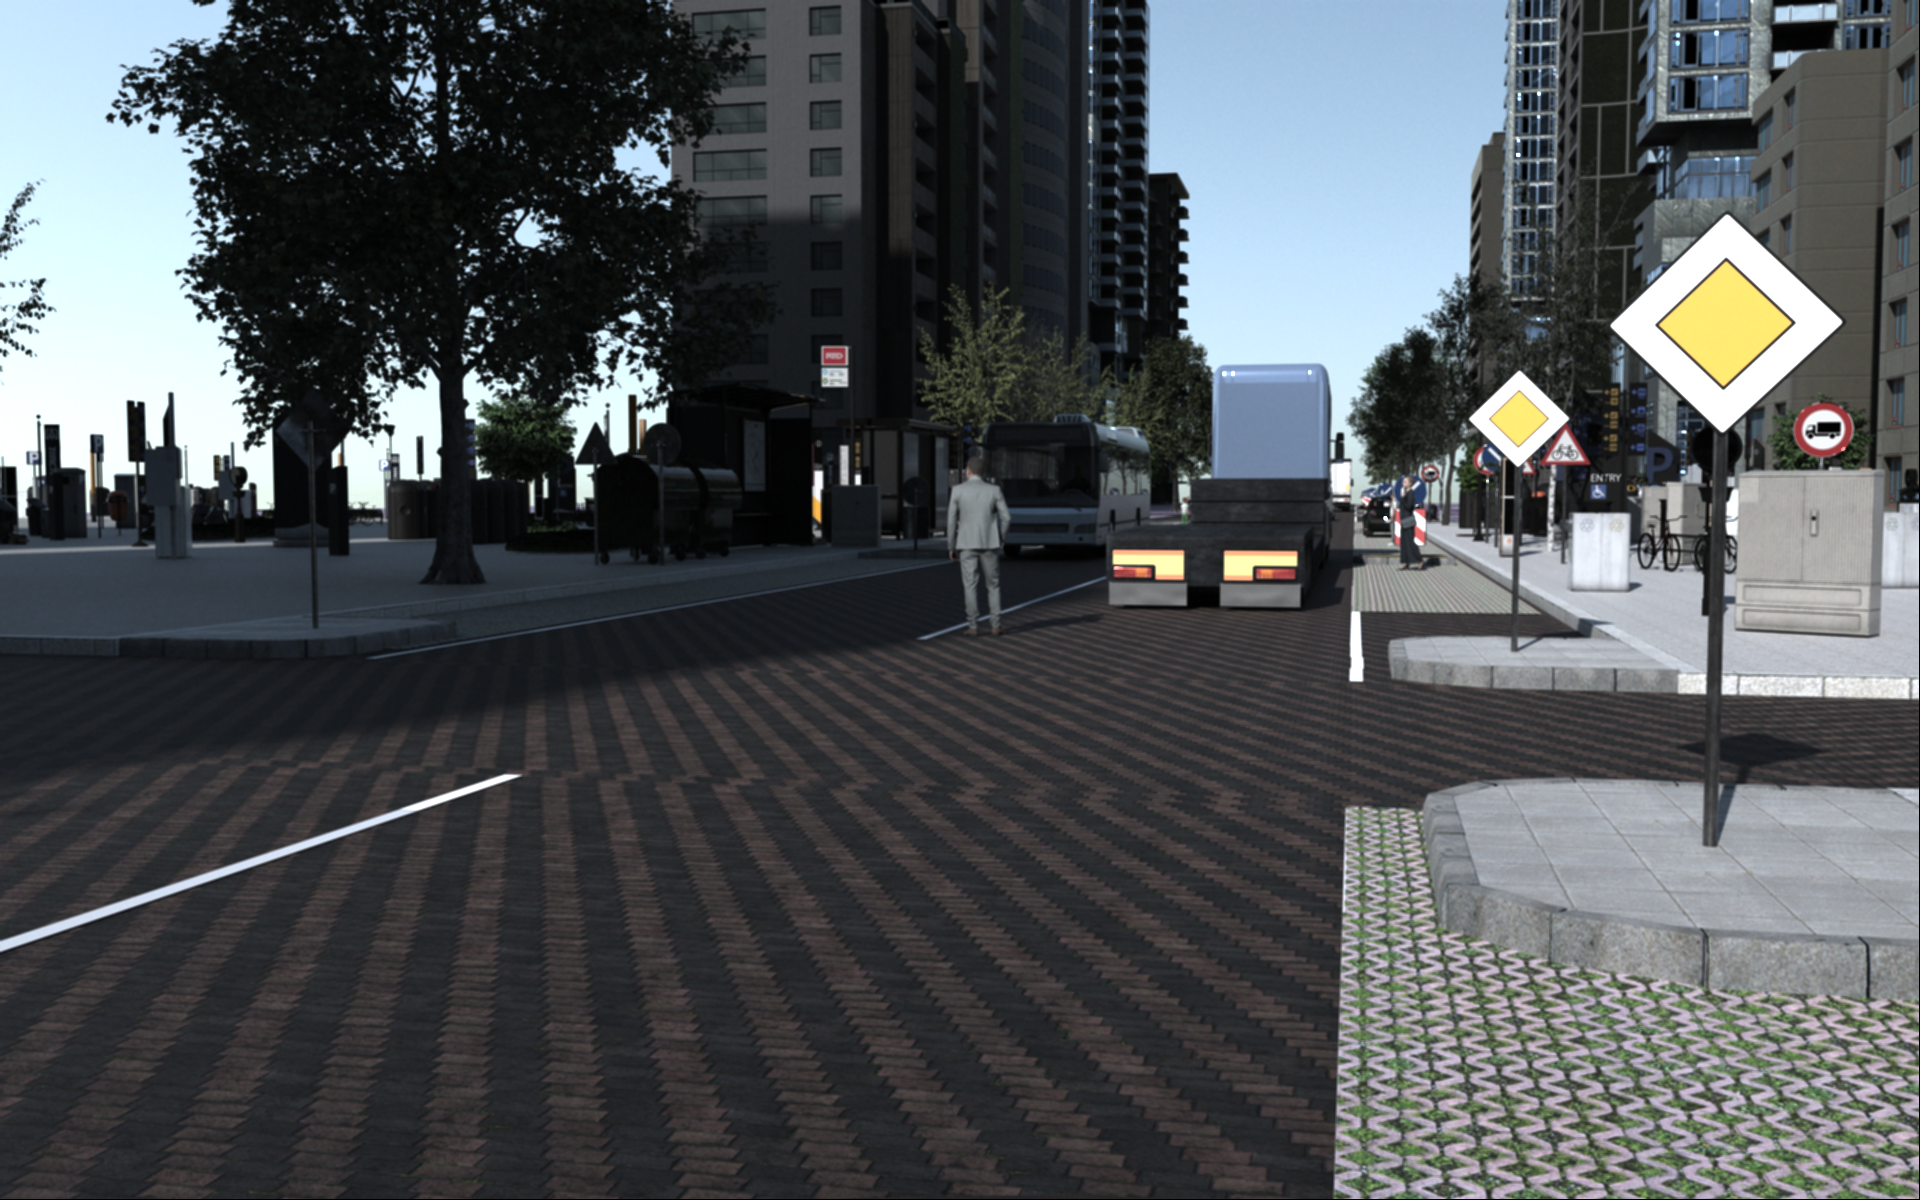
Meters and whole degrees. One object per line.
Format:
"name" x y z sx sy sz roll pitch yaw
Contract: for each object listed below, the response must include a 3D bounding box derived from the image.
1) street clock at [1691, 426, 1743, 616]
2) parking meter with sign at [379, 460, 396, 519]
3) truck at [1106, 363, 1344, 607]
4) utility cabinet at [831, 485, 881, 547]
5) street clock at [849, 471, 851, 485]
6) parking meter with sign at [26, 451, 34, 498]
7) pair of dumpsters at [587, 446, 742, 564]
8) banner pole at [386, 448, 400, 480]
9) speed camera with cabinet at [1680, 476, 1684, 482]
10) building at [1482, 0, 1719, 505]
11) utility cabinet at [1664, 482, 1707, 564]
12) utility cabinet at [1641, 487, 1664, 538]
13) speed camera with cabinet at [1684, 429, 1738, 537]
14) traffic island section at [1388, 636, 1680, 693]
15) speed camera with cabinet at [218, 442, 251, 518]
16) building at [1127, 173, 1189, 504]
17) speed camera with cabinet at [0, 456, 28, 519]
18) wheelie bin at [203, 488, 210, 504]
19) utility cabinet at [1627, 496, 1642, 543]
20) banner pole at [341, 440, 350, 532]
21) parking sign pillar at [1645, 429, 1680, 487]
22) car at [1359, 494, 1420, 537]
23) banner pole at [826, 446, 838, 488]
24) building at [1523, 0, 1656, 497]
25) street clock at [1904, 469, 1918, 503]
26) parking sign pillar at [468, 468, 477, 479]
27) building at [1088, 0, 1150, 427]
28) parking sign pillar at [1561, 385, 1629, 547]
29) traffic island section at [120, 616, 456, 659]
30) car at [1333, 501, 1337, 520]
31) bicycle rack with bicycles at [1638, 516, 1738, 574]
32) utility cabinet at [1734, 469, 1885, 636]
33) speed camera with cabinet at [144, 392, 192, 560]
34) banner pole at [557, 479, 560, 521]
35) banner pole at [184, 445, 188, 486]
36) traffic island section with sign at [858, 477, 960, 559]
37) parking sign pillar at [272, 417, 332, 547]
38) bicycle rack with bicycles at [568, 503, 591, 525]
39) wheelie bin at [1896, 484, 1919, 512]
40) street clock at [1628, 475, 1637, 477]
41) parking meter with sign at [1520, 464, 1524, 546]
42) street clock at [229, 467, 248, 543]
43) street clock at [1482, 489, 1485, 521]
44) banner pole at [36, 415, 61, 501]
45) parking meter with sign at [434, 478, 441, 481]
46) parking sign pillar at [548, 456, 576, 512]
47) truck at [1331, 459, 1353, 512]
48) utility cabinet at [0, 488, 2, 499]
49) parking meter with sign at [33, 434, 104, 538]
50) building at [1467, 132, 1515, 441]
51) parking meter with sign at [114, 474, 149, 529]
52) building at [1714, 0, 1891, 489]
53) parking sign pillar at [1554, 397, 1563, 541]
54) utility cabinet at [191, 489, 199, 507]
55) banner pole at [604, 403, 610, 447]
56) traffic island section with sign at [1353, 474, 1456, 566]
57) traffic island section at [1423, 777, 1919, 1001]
"street clock" 7.944 -0.835 18.222 0.471 2.002 0.358 2 4 31
"parking meter with sign" -29.238 -5.693 89.349 0.543 3.016 1.738 1 4 10
"truck" 5.107 -2.478 30.278 2.967 4.110 18.799 1 4 13
"utility cabinet" -2.502 -2.021 41.729 1.173 1.500 0.318 1 4 15
"street clock" -3.487 -3.037 54.221 0.358 2.002 0.471 -1 4 -9
"parking meter with sign" -37.178 -4.505 69.915 0.543 3.016 1.738 -3 4 -38
"pair of dumpsters" -5.677 -1.901 33.577 1.574 2.255 4.437 1 4 13
"banner pole" -31.090 -6.414 94.893 0.863 3.779 0.401 0 4 -3
"speed camera with cabinet" 29.483 -4.565 68.969 0.660 3.252 2.038 -2 4 -25
"building" 71.789 -54.248 199.621 22.319 86.520 31.000 1 4 13
"utility cabinet" 13.241 -1.399 31.551 0.318 1.500 1.173 3 5 42
"utility cabinet" 20.474 -2.552 50.397 1.173 1.500 0.318 0 4 5
"speed camera with cabinet" 23.238 -3.567 52.651 2.038 3.252 0.660 2 4 32
"traffic island section" 4.535 0.500 14.111 2.009 0.180 2.903 1 4 13
"speed camera with cabinet" -27.881 -4.417 66.551 0.660 3.252 2.038 0 4 -5
"building" 18.839 -35.342 232.459 22.147 44.769 28.867 1 4 13
"speed camera with cabinet" -49.117 -5.874 90.381 2.038 3.252 0.660 0 4 -5
"wheelie bin" -42.552 -5.494 97.738 0.693 1.594 0.980 1 4 12
"utility cabinet" 17.440 -2.116 45.766 1.020 1.237 0.306 1 4 12
"banner pole" -21.024 -4.224 59.074 0.401 3.779 0.863 -1 4 -12
"parking sign pillar" 29.027 -5.084 71.596 1.447 3.967 1.447 3 5 42
"car" 14.446 -2.956 58.118 2.009 1.686 4.222 1 4 11
"banner pole" -6.594 -6.107 89.862 0.863 3.779 0.401 2 4 29
"building" 55.944 -42.575 134.345 20.563 71.187 20.611 1 4 13
"street clock" 27.362 -2.770 49.863 0.358 2.002 0.471 1 4 16
"parking sign pillar" -25.074 -6.052 87.419 1.447 3.967 1.447 0 4 -7
"building" 11.386 -54.389 201.936 22.319 86.520 31.000 1 4 13
"parking sign pillar" 15.415 -3.260 41.771 1.447 3.967 1.447 1 4 22
"traffic island section" -6.180 0.350 16.554 2.009 0.180 2.903 1 4 13
"car" 19.268 -5.109 93.318 2.009 1.686 4.222 1 4 15
"bicycle rack with bicycles" 12.668 -0.913 28.305 2.852 0.926 2.925 0 4 4
"utility cabinet" 7.767 -0.440 15.869 0.318 1.500 1.173 -3 5 -44
"speed camera with cabinet" -15.691 -2.445 34.310 0.660 3.252 2.038 -1 4 -17
"banner pole" -17.586 -5.246 75.796 0.401 3.779 0.863 0 4 -5
"banner pole" -39.815 -6.061 89.117 0.401 3.779 0.863 -2 4 -30
"traffic island section with sign" -1.073 -1.851 38.886 1.989 1.847 2.006 1 4 13
"parking sign pillar" -16.005 -3.285 42.179 1.447 3.967 1.447 -1 4 -10
"bicycle rack with bicycles" -15.142 -3.559 71.572 2.852 0.926 2.925 1 4 22
"wheelie bin" 27.821 -2.613 50.629 0.693 1.594 0.980 0 4 3
"street clock" 26.197 -3.850 67.517 0.358 2.002 0.471 -2 4 -29
"parking meter with sign" 13.779 -2.867 43.144 0.543 3.016 1.738 1 4 19
"street clock" -19.014 -2.514 45.682 0.471 2.002 0.358 2 4 33
"street clock" 25.019 -4.799 83.027 0.471 2.002 0.358 -1 4 -10
"banner pole" -28.806 -3.956 54.700 0.863 3.779 0.401 0 4 -5
"parking meter with sign" -24.730 -5.287 82.708 1.738 3.016 0.543 2 4 29
"parking sign pillar" -19.485 -5.889 84.764 1.447 3.967 1.447 -2 4 -27
"truck" 31.137 -9.453 143.466 2.839 4.237 11.283 1 4 12
"utility cabinet" -34.887 -3.307 62.750 0.318 1.500 1.173 3 5 43
"parking meter with sign" -26.039 -3.332 50.733 1.738 3.016 0.543 0 4 4
"building" 78.259 -36.862 226.401 21.300 48.544 21.600 1 4 13
"parking meter with sign" -31.126 -4.181 64.615 1.738 3.016 0.543 -1 4 -15
"building" 51.496 -48.632 107.809 22.319 86.520 31.000 1 4 13
"parking sign pillar" 17.076 -3.633 47.874 1.447 3.967 1.447 2 4 30
"utility cabinet" -36.776 -4.516 82.522 1.173 1.500 0.318 2 4 28
"banner pole" -9.749 -3.537 47.847 0.401 3.779 0.863 -1 4 -21
"traffic island section with sign" 9.114 -1.649 35.596 1.989 1.847 2.006 1 4 13
"traffic island section" 2.757 0.976 6.326 2.009 0.180 2.903 1 4 13
